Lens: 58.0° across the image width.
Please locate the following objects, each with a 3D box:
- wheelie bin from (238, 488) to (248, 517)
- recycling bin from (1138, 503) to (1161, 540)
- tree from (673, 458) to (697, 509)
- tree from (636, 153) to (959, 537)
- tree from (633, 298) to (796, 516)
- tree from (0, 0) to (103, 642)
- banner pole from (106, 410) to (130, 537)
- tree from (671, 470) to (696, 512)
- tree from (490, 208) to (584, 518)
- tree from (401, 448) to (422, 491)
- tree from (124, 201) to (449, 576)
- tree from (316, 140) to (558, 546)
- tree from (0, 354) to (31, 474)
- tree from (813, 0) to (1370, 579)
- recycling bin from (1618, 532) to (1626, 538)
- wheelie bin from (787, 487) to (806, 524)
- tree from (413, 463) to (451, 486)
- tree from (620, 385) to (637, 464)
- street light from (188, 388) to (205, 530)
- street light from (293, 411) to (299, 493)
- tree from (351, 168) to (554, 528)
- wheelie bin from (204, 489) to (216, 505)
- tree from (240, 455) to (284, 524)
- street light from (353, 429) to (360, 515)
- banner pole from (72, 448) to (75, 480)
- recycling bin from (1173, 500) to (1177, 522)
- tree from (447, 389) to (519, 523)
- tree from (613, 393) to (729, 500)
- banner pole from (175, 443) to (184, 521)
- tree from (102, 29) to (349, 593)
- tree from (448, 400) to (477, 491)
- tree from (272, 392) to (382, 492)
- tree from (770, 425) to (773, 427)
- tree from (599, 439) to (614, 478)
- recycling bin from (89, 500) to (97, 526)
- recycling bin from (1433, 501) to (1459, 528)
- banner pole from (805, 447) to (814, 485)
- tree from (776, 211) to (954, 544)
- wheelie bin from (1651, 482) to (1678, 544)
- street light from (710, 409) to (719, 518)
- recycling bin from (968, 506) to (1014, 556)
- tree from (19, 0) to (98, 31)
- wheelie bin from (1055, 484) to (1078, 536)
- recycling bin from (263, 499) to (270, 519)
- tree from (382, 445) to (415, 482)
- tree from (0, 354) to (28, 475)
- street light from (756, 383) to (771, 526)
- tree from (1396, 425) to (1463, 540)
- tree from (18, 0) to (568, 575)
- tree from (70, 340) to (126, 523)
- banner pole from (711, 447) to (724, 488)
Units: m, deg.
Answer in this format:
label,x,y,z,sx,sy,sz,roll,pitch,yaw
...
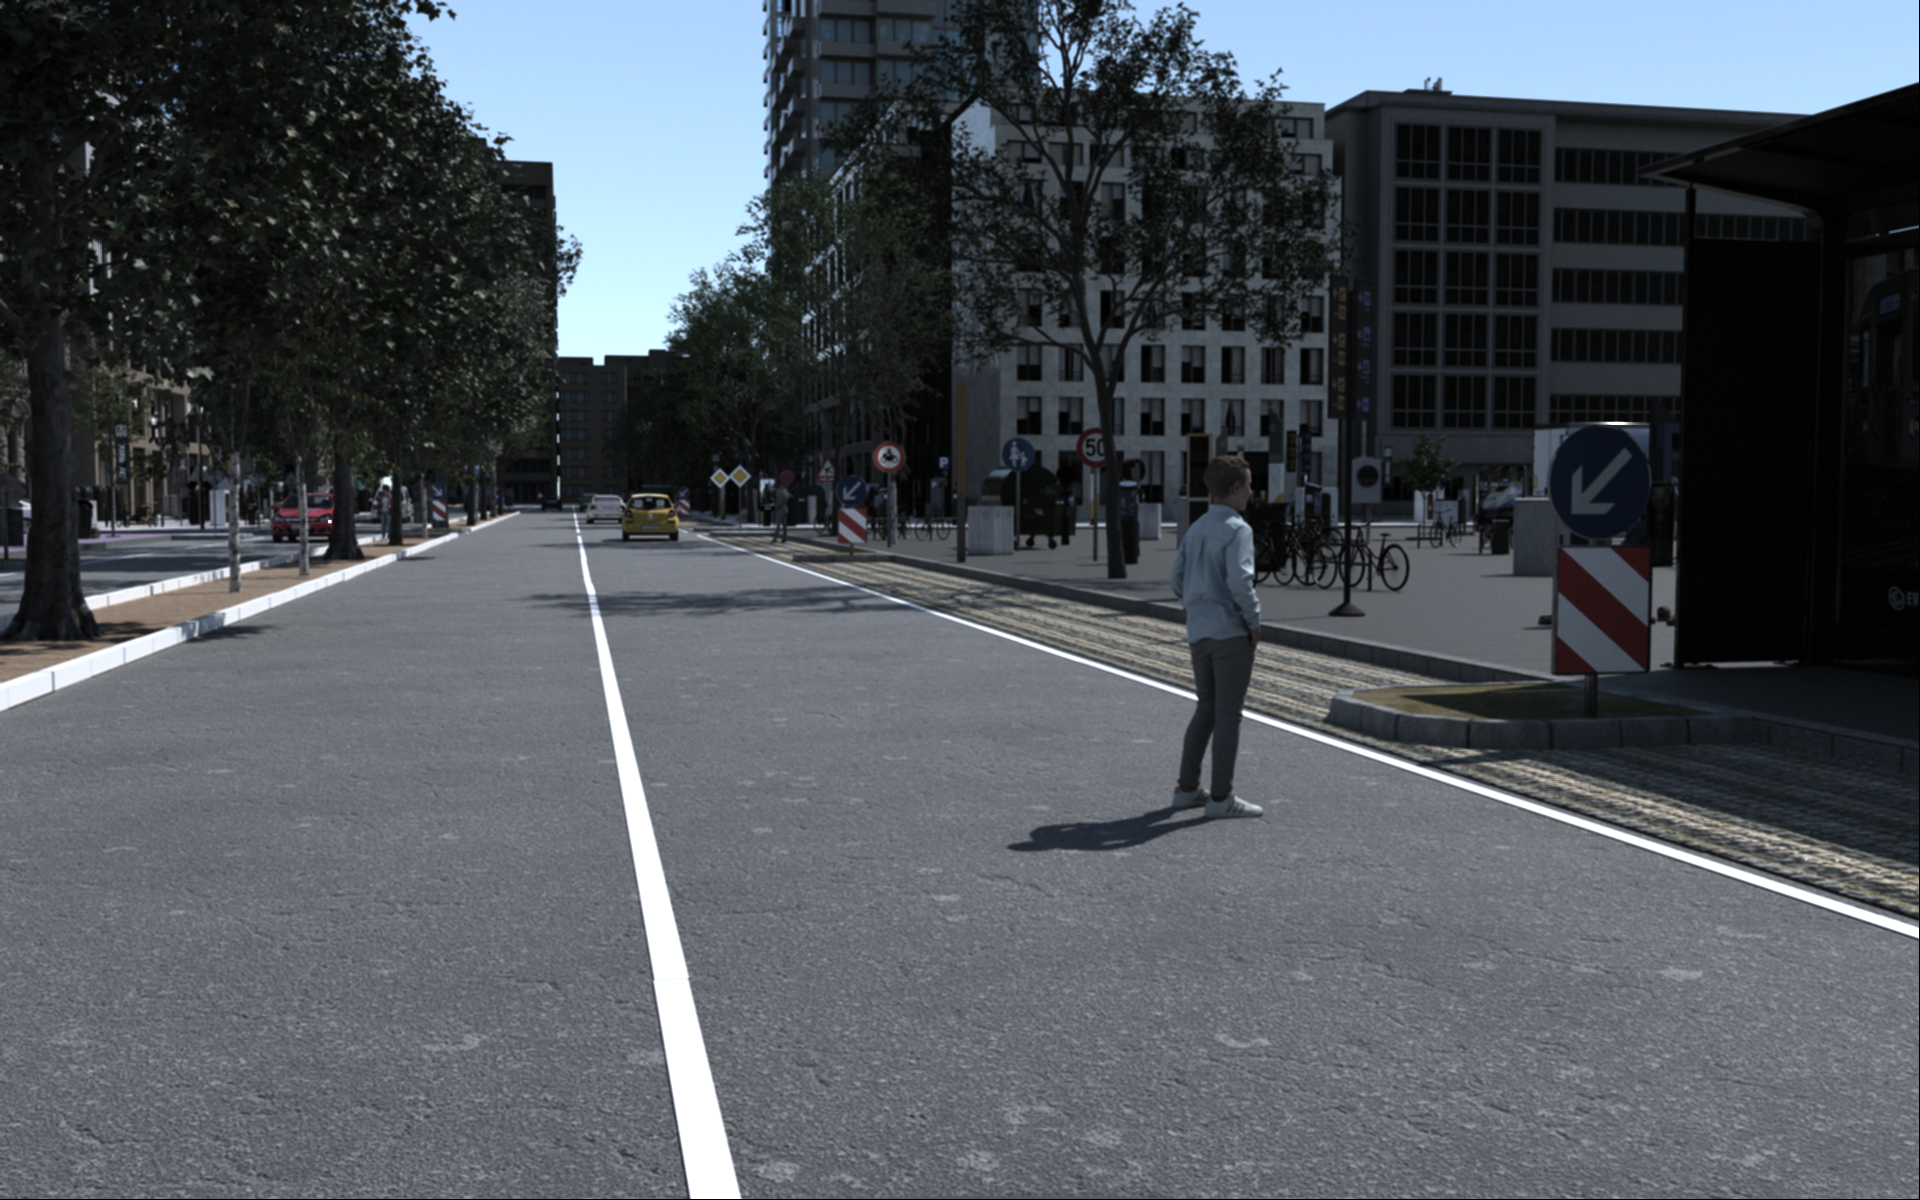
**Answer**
label,x,y,z,sx,sy,sz,roll,pitch,yaw
wheelie bin,-40.643,-5.537,98.438,0.693,1.594,0.980,-1,4,-21
recycling bin,5.238,-2.196,48.460,0.722,1.027,0.722,1,4,12
tree,-24.246,-12.146,148.941,4.737,8.622,4.395,0,3,0
tree,-3.598,-7.739,52.287,9.928,11.665,9.643,0,3,0
tree,-14.277,-11.261,101.124,9.611,12.733,9.660,0,3,0
tree,-9.060,-5.967,17.029,9.611,12.733,9.660,0,3,0
banner pole,-25.178,-3.778,51.795,0.401,3.779,0.863,2,4,24
tree,-19.325,-7.803,122.186,1.663,3.219,1.824,0,3,0
tree,-29.590,-15.066,104.673,12.611,20.169,13.585,0,3,0
tree,-45.299,-11.561,139.384,4.360,8.622,3.978,0,3,0
tree,-11.317,-4.700,29.659,4.737,8.622,4.395,0,3,0
tree,-15.414,-7.284,47.303,9.928,11.665,9.643,0,3,0
tree,-34.895,-6.842,62.223,4.360,8.622,3.978,0,3,0
tree,2.295,-5.626,26.406,8.767,10.594,7.601,-1,4,-21
recycling bin,19.672,-2.380,51.466,0.722,1.027,0.722,-2,4,-32
wheelie bin,-7.143,-4.107,75.056,0.693,1.594,0.980,2,4,28
tree,-56.287,-12.361,185.820,4.285,4.588,4.351,0,3,0
tree,-9.435,-9.277,77.434,9.928,11.665,9.643,0,3,0
street light,-27.454,-5.493,62.592,0.468,5.910,1.993,-1,4,-13
street light,-32.707,-6.890,85.438,0.468,5.910,1.993,-1,4,-13
tree,-20.333,-9.679,67.358,9.857,13.997,8.962,0,3,0
wheelie bin,-43.196,-5.626,99.899,0.980,1.594,0.693,-2,4,-32
tree,-30.197,-4.935,75.292,1.663,3.219,1.824,0,3,0
street light,-37.704,-8.291,108.341,0.468,5.910,1.993,-1,4,-13
banner pole,-42.865,-5.693,83.095,0.401,3.779,0.863,3,4,37
recycling bin,10.293,-4.132,80.118,0.722,1.027,0.722,-1,4,-8
tree,-24.102,-8.153,86.129,4.360,8.622,3.978,0,3,0
tree,-20.501,-11.892,128.840,7.601,10.594,8.767,0,4,7
banner pole,-37.543,-5.705,83.294,0.401,3.779,0.863,-1,4,-11
tree,-10.570,-4.419,25.071,4.360,8.622,3.978,0,3,0
tree,-16.942,-6.228,54.655,4.737,8.622,4.395,0,3,0
tree,-34.950,-10.623,91.819,7.486,12.596,7.792,0,3,0
tree,-10.890,-10.176,116.742,4.360,8.622,3.978,0,3,0
tree,-40.146,-17.143,214.699,8.767,10.594,7.601,-2,4,-30
recycling bin,-34.697,-3.427,68.582,0.722,1.027,0.722,0,4,3
recycling bin,18.256,-3.214,65.095,0.722,1.027,0.722,-1,4,-14
banner pole,-8.066,-6.270,92.524,0.401,3.779,0.863,-3,5,-41
tree,-1.902,-5.742,44.250,4.360,8.622,3.978,0,3,0
wheelie bin,17.812,-2.207,43.996,0.980,1.594,0.693,-1,4,-21
street light,-13.241,-7.388,93.582,0.468,5.910,1.993,-1,4,-13
recycling bin,0.647,-1.467,36.534,0.722,1.027,0.722,3,5,44
tree,-6.120,-5.669,5.523,12.009,13.543,11.850,0,3,0
wheelie bin,3.221,-2.803,53.744,0.980,1.594,0.693,3,5,40
recycling bin,-36.003,-4.786,90.797,0.722,1.027,0.722,3,4,38
tree,-42.642,-12.648,124.927,7.486,12.596,7.792,0,3,0
tree,-23.781,-5.523,40.670,4.737,8.622,4.395,0,3,0
street light,-7.954,-5.965,70.315,0.468,5.910,1.993,-1,4,-13
tree,13.035,-3.319,48.872,1.663,3.219,1.824,0,3,0
tree,-13.494,-7.226,37.604,9.611,12.733,9.660,0,3,0
tree,-36.971,-7.643,75.326,4.737,8.622,4.395,0,3,0
banner pole,-12.774,-6.226,91.818,0.863,3.779,0.401,0,4,1
